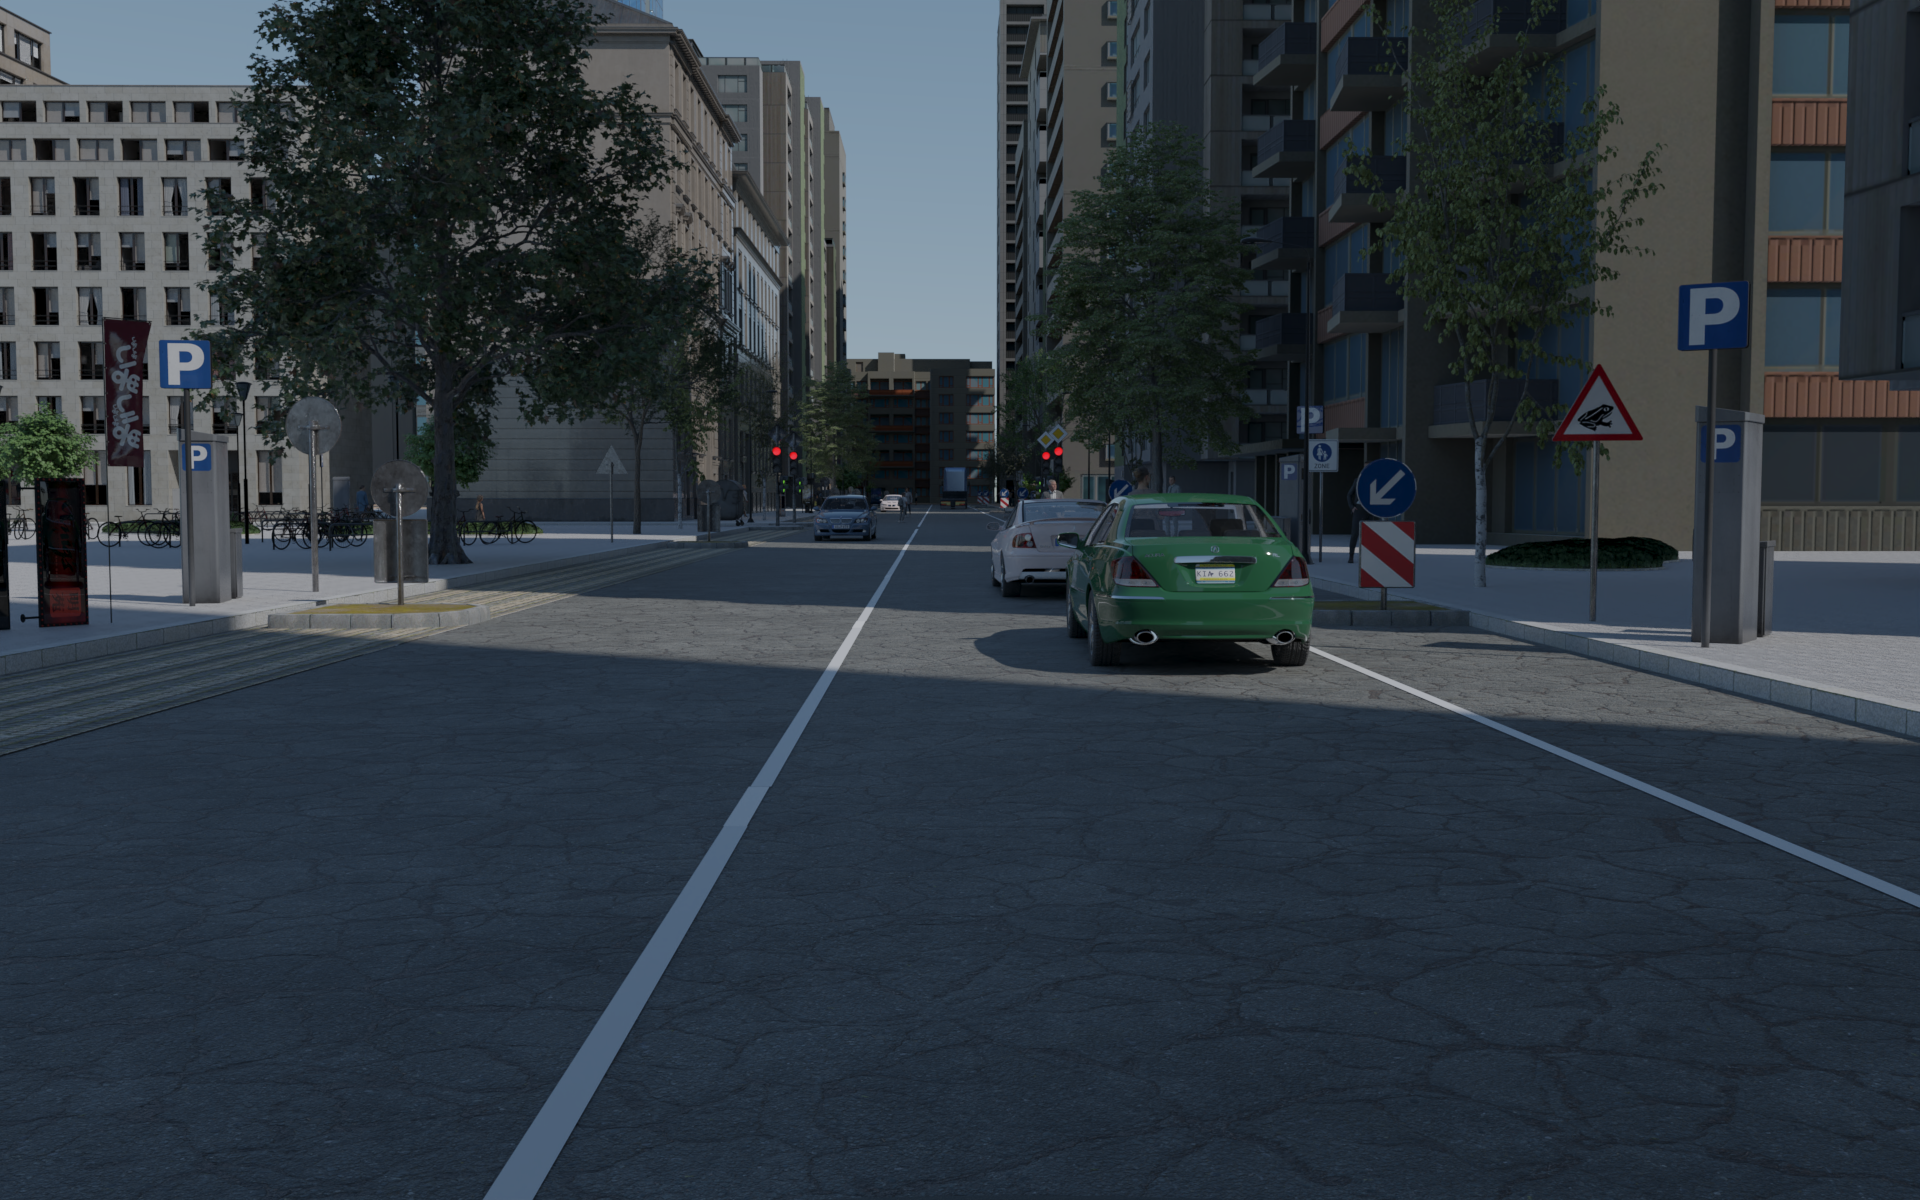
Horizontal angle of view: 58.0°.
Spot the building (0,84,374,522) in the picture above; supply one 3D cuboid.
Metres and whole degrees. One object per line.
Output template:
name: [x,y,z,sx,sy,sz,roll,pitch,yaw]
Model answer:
building: [-38.922,-14.051,84.481,16.860,20.320,10.420,0,4,-1]

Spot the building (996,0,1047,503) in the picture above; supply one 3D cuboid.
building: [15.763,-49.528,248.038,20.611,71.187,20.563,0,4,-1]

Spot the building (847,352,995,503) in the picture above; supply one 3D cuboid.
building: [-9.778,-24.929,252.622,28.899,21.520,27.650,0,4,-1]

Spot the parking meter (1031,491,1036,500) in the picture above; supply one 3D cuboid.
parking meter: [5.372,-7.270,127.270,0.372,1.533,0.369,0,3,0]

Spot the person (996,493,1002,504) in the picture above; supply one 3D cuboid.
person: [5.131,-13.130,221.429,1.217,1.736,0.721,-1,4,-15]

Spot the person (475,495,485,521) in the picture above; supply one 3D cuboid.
person: [-15.519,-2.772,56.032,0.373,1.253,0.362,-3,5,-39]

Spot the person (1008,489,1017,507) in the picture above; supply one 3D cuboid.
person: [5.361,-10.300,174.458,0.705,1.822,1.348,3,4,39]

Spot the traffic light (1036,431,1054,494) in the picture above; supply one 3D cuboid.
traffic light: [3.800,-5.400,77.207,0.839,4.253,0.868,0,4,-1]

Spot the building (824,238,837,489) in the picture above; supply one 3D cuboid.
building: [-20.784,-25.434,187.552,14.160,30.474,14.107,0,4,-1]

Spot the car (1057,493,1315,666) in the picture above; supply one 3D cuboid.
car: [1.986,-0.249,15.864,2.131,1.459,4.920,0,4,0]

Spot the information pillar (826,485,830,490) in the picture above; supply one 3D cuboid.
information pillar: [-10.141,-7.876,133.259,0.304,2.012,0.304,-1,4,-10]

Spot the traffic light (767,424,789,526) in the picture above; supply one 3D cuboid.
traffic light: [-7.261,-4.902,69.069,0.839,4.253,0.868,0,4,-1]

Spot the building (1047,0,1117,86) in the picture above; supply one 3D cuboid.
building: [18.320,-31.645,141.100,21.300,48.544,21.600,0,4,-1]

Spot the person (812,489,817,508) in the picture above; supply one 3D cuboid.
person: [-13.020,-9.013,153.920,0.721,1.766,1.217,2,4,27]

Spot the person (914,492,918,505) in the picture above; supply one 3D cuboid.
person: [-5.783,-13.190,224.947,0.721,1.735,1.217,-1,4,-10]

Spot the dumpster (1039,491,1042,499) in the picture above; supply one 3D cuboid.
dumpster: [5.574,-6.195,107.041,1.264,1.857,1.865,0,4,-1]

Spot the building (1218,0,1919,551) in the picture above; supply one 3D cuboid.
building: [20.792,-24.248,51.074,22.147,44.769,28.867,0,4,-1]

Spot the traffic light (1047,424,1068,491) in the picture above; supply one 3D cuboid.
traffic light: [3.899,-4.911,69.222,0.839,4.253,0.868,0,4,-1]

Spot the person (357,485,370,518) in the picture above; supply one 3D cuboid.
person: [-25.696,-4.028,74.387,0.581,1.822,0.654,2,4,24]

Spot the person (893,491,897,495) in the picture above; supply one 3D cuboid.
person: [-8.082,-12.498,213.296,0.683,1.767,0.568,1,4,11]

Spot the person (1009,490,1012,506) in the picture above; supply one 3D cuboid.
person: [5.255,-10.406,176.900,0.721,1.735,1.217,1,4,15]

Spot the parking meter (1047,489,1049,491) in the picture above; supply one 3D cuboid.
parking meter: [5.081,-5.738,99.529,0.255,1.863,0.399,-1,4,-22]

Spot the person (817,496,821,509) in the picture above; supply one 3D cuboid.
person: [-12.070,-8.648,148.445,0.512,1.701,0.522,3,5,40]

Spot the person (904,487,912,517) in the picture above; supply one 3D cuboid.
person: [-3.292,-6.101,108.090,0.661,1.843,0.795,1,4,9]

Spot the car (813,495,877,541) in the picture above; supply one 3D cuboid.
car: [-3.566,-2.592,54.378,2.014,1.417,4.499,0,4,1]

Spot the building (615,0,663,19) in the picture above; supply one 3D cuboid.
building: [-54.241,-57.190,247.728,31.000,86.520,22.319,0,4,-1]

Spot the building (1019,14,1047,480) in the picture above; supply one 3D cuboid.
building: [21.455,-36.724,189.676,28.713,52.752,27.495,0,4,-1]

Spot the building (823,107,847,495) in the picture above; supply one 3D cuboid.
building: [-25.097,-36.117,214.212,21.600,48.544,21.300,0,4,-1]

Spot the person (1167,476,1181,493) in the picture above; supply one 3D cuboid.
person: [6.124,-2.675,49.886,0.391,1.810,0.635,-3,4,-36]

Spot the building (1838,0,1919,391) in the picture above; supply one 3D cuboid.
building: [18.661,-20.513,18.981,14.154,41.232,14.086,0,4,-1]

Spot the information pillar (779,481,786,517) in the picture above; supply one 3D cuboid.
information pillar: [-10.094,-5.733,98.219,0.304,2.012,0.304,-2,4,-31]

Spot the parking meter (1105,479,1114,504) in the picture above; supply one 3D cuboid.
parking meter: [5.775,-3.697,66.160,0.399,1.863,0.255,-2,4,-31]

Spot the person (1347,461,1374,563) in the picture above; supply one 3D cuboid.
person: [7.535,-1.640,32.223,0.648,1.900,0.474,0,4,3]

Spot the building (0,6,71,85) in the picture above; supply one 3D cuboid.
building: [-64.748,-17.304,87.433,34.151,26.468,19.350,0,4,-1]

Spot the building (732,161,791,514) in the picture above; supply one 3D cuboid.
building: [-20.994,-17.512,119.612,16.112,22.955,30.059,0,4,-1]

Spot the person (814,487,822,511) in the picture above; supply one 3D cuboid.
person: [-10.206,-7.572,130.055,1.509,1.804,0.699,1,4,13]

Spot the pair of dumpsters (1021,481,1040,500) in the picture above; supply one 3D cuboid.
pair of dumpsters: [5.273,-7.803,130.066,1.574,2.255,4.437,0,4,-1]

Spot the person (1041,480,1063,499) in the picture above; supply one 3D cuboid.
person: [2.281,-2.032,42.128,0.661,1.777,0.834,-1,4,-20]

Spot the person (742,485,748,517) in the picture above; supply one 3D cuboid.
person: [-11.999,-5.470,95.703,0.641,1.798,0.478,0,4,-7]

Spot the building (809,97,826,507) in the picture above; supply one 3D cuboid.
building: [-20.973,-29.942,173.150,14.154,41.232,14.086,0,4,-1]

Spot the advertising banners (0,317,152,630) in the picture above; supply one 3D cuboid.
advertising banners: [-8.726,-1.256,16.719,0.090,3.025,2.074,2,4,33]

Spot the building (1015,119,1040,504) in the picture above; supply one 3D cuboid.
building: [17.938,-36.120,214.264,21.300,48.544,21.600,0,4,-1]

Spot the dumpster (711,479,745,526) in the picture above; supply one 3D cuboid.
dumpster: [-9.320,-3.887,69.308,1.264,1.857,1.865,0,4,-1]

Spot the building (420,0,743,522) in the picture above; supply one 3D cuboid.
building: [-19.014,-17.992,91.428,12.463,27.353,25.104,0,4,-1]

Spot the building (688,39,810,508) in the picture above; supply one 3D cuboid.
building: [-21.680,-29.055,158.640,14.154,41.232,14.086,0,4,-1]

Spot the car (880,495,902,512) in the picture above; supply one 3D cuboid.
car: [-5.280,-7.645,137.354,2.083,1.381,4.827,0,4,1]

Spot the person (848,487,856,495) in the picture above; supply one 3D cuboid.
person: [-5.304,-4.615,84.144,0.526,1.800,0.537,-3,5,-40]

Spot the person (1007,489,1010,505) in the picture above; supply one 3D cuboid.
person: [5.524,-11.773,198.495,1.348,1.831,0.705,0,4,7]

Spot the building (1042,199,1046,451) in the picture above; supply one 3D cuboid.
building: [14.990,-24.331,169.512,14.160,30.474,14.107,0,4,-1]

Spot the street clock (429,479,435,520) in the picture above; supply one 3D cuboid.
street clock: [-20.966,-3.936,68.930,0.358,2.002,0.471,-2,4,-26]

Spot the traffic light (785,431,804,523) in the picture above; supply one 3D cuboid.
traffic light: [-7.360,-5.390,77.053,0.839,4.253,0.868,0,4,-1]

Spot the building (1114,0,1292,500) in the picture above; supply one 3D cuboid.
building: [16.138,-25.662,103.166,14.154,41.232,14.086,0,4,-1]

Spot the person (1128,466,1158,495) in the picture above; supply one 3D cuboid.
person: [2.394,-0.809,22.071,0.599,1.781,0.374,0,4,3]

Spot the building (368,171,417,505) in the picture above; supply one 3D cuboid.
building: [-73.912,-32.676,217.849,14.086,41.232,14.154,0,4,-1]

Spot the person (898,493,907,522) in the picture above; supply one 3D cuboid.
person: [-2.941,-4.714,88.172,0.503,1.515,0.523,-1,4,-13]

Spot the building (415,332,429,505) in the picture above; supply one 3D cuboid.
building: [-51.110,-36.280,212.785,30.456,49.044,23.786,0,4,-1]

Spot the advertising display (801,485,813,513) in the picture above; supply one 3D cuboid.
advertising display: [-10.334,-6.851,117.228,0.123,1.923,0.974,3,5,44]

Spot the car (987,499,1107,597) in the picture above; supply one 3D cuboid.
car: [1.456,-0.803,25.498,2.083,1.381,4.827,0,4,-2]
